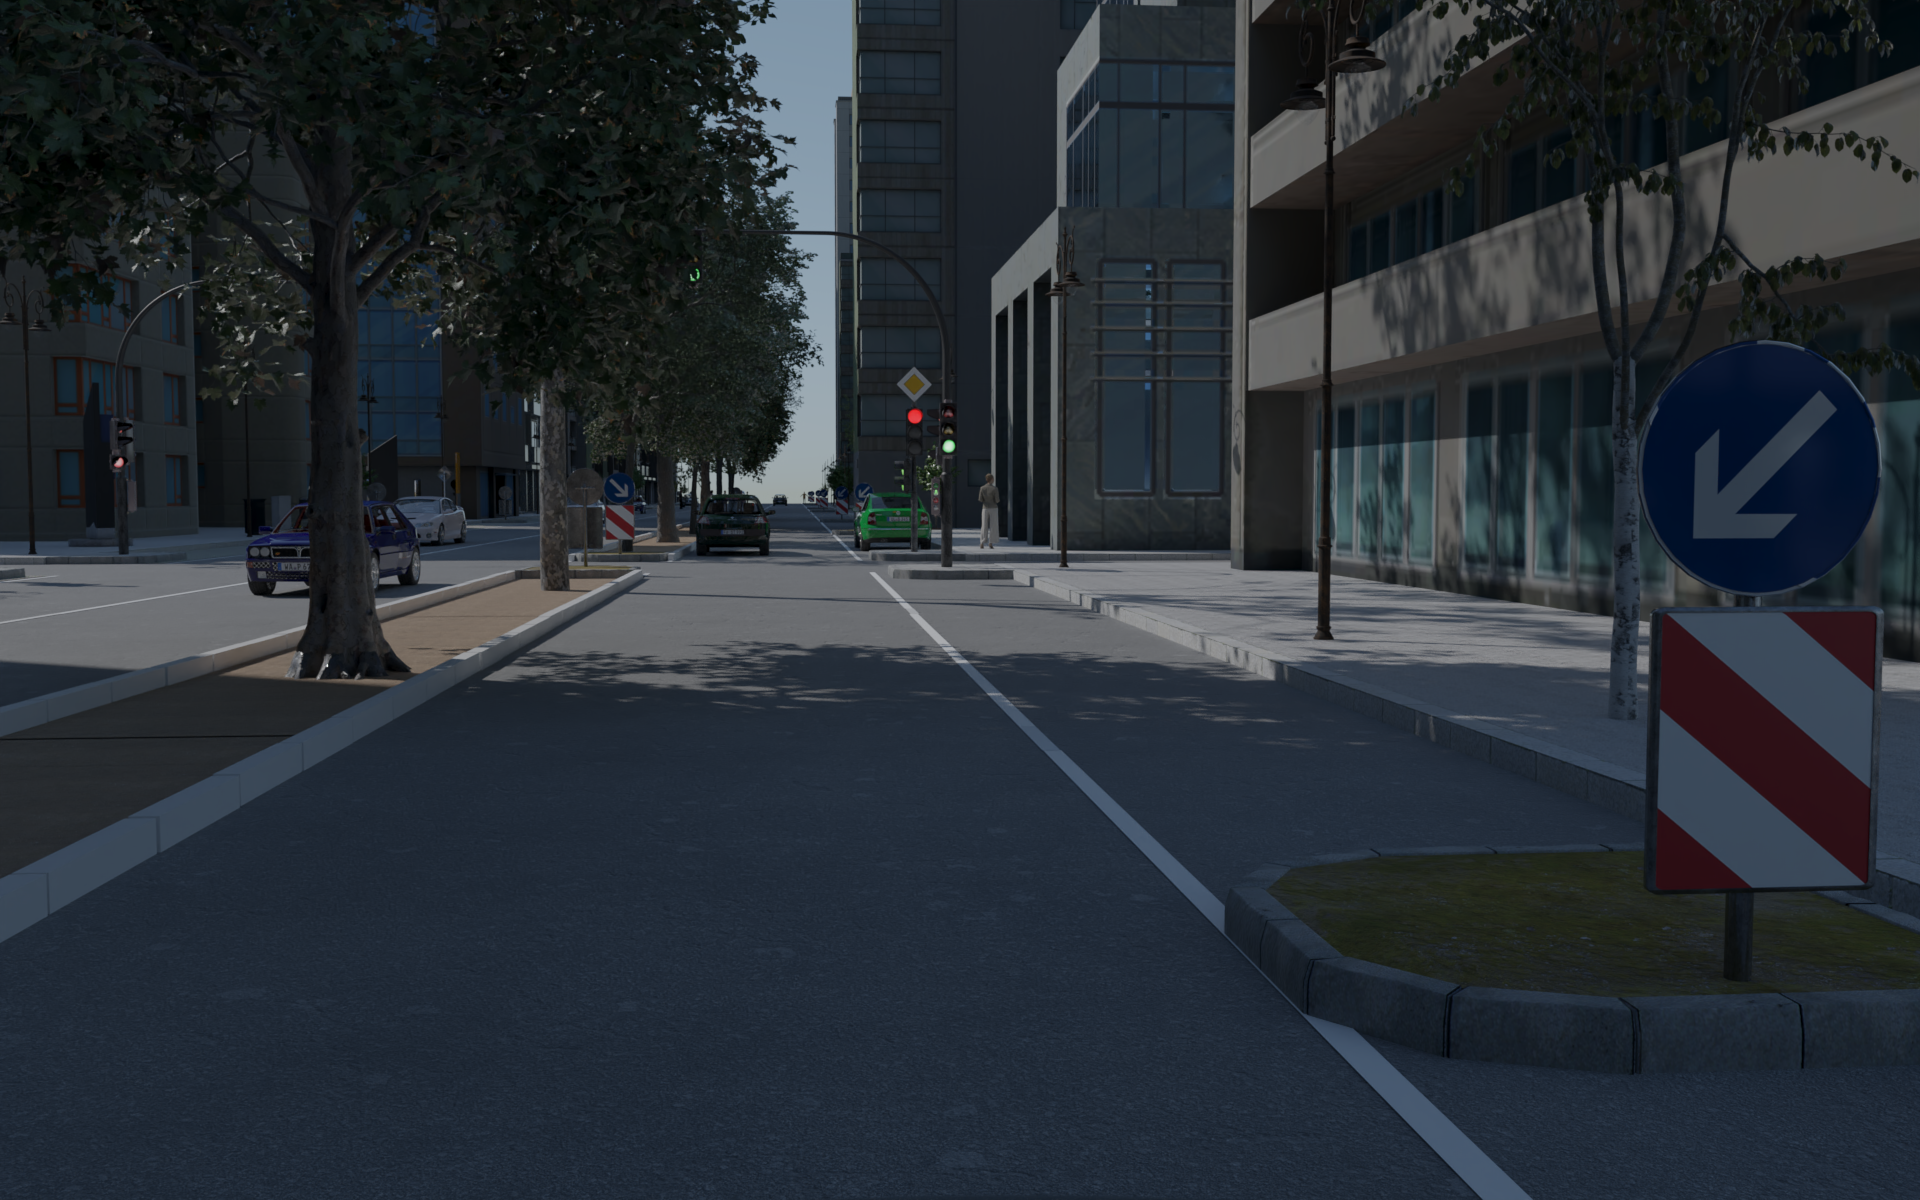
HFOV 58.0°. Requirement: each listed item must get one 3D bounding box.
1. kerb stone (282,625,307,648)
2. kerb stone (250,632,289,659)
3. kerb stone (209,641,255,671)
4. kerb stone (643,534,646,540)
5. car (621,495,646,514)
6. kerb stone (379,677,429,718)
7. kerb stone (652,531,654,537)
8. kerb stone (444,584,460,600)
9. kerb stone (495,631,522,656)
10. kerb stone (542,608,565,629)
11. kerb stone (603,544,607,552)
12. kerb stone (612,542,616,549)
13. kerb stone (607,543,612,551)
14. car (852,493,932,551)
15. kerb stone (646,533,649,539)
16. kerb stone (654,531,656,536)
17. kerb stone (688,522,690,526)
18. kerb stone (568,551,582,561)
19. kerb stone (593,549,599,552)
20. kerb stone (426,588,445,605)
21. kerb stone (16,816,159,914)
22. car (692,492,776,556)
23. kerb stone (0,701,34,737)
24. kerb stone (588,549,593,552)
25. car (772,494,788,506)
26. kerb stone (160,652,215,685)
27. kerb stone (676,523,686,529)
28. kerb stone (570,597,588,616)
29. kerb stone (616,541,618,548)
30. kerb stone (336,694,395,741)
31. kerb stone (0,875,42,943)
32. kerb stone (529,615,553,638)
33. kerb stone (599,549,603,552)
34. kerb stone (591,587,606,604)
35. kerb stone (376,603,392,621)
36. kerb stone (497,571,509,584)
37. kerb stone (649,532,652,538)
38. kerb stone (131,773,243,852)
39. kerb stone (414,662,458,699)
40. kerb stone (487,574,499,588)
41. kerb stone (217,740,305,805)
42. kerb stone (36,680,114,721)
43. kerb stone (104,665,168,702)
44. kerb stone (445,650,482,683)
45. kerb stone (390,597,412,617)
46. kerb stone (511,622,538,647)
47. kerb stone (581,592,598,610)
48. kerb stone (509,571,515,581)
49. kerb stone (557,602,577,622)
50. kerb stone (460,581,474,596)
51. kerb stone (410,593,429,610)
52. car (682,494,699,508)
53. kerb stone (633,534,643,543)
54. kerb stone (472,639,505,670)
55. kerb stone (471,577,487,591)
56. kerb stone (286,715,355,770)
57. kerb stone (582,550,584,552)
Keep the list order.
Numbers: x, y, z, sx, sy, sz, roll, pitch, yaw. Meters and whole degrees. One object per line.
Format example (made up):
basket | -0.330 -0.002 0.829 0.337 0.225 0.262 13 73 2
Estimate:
kerb stone | -6.287 0.354 16.405 0.120 0.150 1.000 0 4 -6
kerb stone | -6.192 0.421 15.387 0.120 0.150 1.000 0 4 -6
kerb stone | -6.085 0.479 14.371 0.120 0.150 1.000 0 4 -6
kerb stone | -9.900 -1.922 53.677 0.120 0.150 1.000 0 4 -6
car | -23.722 -6.914 125.627 1.945 1.354 3.894 0 4 -7
kerb stone | -3.708 0.654 11.496 0.120 0.150 1.000 0 4 -6
kerb stone | -10.194 -2.103 56.745 0.120 0.150 1.000 0 4 -6
kerb stone | -6.986 -0.083 23.551 0.120 0.150 1.000 0 4 -6
kerb stone | -4.103 0.413 15.576 0.120 0.150 1.000 0 4 -6
kerb stone | -4.406 0.218 18.633 0.120 0.150 1.000 0 4 -6
kerb stone | -8.817 -1.239 42.449 0.120 0.150 1.000 0 4 -6
kerb stone | -9.014 -1.364 44.501 0.120 0.150 1.000 0 4 -6
kerb stone | -8.916 -1.295 43.477 0.120 0.150 1.000 0 4 -6
car | -1.781 -2.202 44.803 1.959 1.807 4.718 0 4 -7
kerb stone | -9.997 -1.988 54.694 0.120 0.150 1.000 0 4 -6
kerb stone | -10.308 -2.175 57.760 0.120 0.150 1.000 0 4 -6
kerb stone | -12.077 -3.300 76.144 0.120 0.150 1.000 0 4 -6
kerb stone | -8.320 -0.919 37.358 0.120 0.150 1.000 0 4 -6
kerb stone | -8.612 -1.111 40.416 0.120 0.150 1.000 0 4 -6
kerb stone | -6.887 -0.020 22.523 0.120 0.150 1.000 0 4 -6
kerb stone | -3.211 0.973 6.393 0.120 0.150 1.000 0 4 -6
car | -5.439 -1.948 41.636 2.009 1.686 4.222 0 4 -6
kerb stone | -5.699 0.729 10.284 0.120 0.150 1.000 0 4 -6
kerb stone | -8.518 -1.052 39.392 0.120 0.150 1.000 0 4 -6
car | -21.580 -12.107 207.730 2.009 1.686 4.222 0 4 -6
kerb stone | -5.990 0.541 13.353 0.120 0.150 1.000 0 4 -6
kerb stone | -11.779 -3.111 73.089 0.120 0.150 1.000 0 4 -6
kerb stone | -4.597 0.095 20.679 0.120 0.150 1.000 0 4 -6
kerb stone | -9.116 -1.427 45.521 0.120 0.150 1.000 0 4 -6
kerb stone | -3.608 0.717 10.478 0.120 0.150 1.000 0 4 -6
kerb stone | -3.109 1.034 5.374 0.120 0.150 1.000 0 4 -6
kerb stone | -4.297 0.284 17.613 0.120 0.150 1.000 0 4 -6
kerb stone | -8.723 -1.171 41.432 0.120 0.150 1.000 0 4 -6
kerb stone | -4.790 -0.033 22.733 0.120 0.150 1.000 0 4 -6
kerb stone | -6.590 0.167 19.463 0.120 0.150 1.000 0 4 -6
kerb stone | -7.381 -0.332 27.629 0.120 0.150 1.000 0 4 -6
kerb stone | -10.096 -2.045 55.716 0.120 0.150 1.000 0 4 -6
kerb stone | -3.303 0.907 7.410 0.120 0.150 1.000 0 4 -6
kerb stone | -3.808 0.592 12.514 0.120 0.150 1.000 0 4 -6
kerb stone | -7.276 -0.264 26.610 0.120 0.150 1.000 0 4 -6
kerb stone | -3.410 0.842 8.439 0.120 0.150 1.000 0 4 -6
kerb stone | -5.804 0.666 11.312 0.120 0.150 1.000 0 4 -6
kerb stone | -5.903 0.605 12.334 0.120 0.150 1.000 0 4 -6
kerb stone | -3.908 0.530 13.535 0.120 0.150 1.000 0 4 -6
kerb stone | -6.685 0.105 20.483 0.120 0.150 1.000 0 4 -6
kerb stone | -4.199 0.348 16.593 0.120 0.150 1.000 0 4 -6
kerb stone | -4.691 0.030 21.704 0.120 0.150 1.000 0 4 -6
kerb stone | -7.474 -0.389 28.648 0.120 0.150 1.000 0 4 -6
kerb stone | -4.500 0.156 19.659 0.120 0.150 1.000 0 4 -6
kerb stone | -7.083 -0.139 24.575 0.120 0.150 1.000 0 4 -6
kerb stone | -6.789 0.043 21.500 0.120 0.150 1.000 0 4 -6
car | -28.967 -10.761 185.725 2.009 1.686 4.222 0 4 -5
kerb stone | -9.810 -1.863 52.659 0.120 0.150 1.000 0 4 -6
kerb stone | -3.994 0.467 14.559 0.120 0.150 1.000 0 4 -6
kerb stone | -7.181 -0.208 25.592 0.120 0.150 1.000 0 4 -6
kerb stone | -3.505 0.781 9.457 0.120 0.150 1.000 0 4 -6
kerb stone | -8.418 -0.990 38.375 0.120 0.150 1.000 0 4 -6
